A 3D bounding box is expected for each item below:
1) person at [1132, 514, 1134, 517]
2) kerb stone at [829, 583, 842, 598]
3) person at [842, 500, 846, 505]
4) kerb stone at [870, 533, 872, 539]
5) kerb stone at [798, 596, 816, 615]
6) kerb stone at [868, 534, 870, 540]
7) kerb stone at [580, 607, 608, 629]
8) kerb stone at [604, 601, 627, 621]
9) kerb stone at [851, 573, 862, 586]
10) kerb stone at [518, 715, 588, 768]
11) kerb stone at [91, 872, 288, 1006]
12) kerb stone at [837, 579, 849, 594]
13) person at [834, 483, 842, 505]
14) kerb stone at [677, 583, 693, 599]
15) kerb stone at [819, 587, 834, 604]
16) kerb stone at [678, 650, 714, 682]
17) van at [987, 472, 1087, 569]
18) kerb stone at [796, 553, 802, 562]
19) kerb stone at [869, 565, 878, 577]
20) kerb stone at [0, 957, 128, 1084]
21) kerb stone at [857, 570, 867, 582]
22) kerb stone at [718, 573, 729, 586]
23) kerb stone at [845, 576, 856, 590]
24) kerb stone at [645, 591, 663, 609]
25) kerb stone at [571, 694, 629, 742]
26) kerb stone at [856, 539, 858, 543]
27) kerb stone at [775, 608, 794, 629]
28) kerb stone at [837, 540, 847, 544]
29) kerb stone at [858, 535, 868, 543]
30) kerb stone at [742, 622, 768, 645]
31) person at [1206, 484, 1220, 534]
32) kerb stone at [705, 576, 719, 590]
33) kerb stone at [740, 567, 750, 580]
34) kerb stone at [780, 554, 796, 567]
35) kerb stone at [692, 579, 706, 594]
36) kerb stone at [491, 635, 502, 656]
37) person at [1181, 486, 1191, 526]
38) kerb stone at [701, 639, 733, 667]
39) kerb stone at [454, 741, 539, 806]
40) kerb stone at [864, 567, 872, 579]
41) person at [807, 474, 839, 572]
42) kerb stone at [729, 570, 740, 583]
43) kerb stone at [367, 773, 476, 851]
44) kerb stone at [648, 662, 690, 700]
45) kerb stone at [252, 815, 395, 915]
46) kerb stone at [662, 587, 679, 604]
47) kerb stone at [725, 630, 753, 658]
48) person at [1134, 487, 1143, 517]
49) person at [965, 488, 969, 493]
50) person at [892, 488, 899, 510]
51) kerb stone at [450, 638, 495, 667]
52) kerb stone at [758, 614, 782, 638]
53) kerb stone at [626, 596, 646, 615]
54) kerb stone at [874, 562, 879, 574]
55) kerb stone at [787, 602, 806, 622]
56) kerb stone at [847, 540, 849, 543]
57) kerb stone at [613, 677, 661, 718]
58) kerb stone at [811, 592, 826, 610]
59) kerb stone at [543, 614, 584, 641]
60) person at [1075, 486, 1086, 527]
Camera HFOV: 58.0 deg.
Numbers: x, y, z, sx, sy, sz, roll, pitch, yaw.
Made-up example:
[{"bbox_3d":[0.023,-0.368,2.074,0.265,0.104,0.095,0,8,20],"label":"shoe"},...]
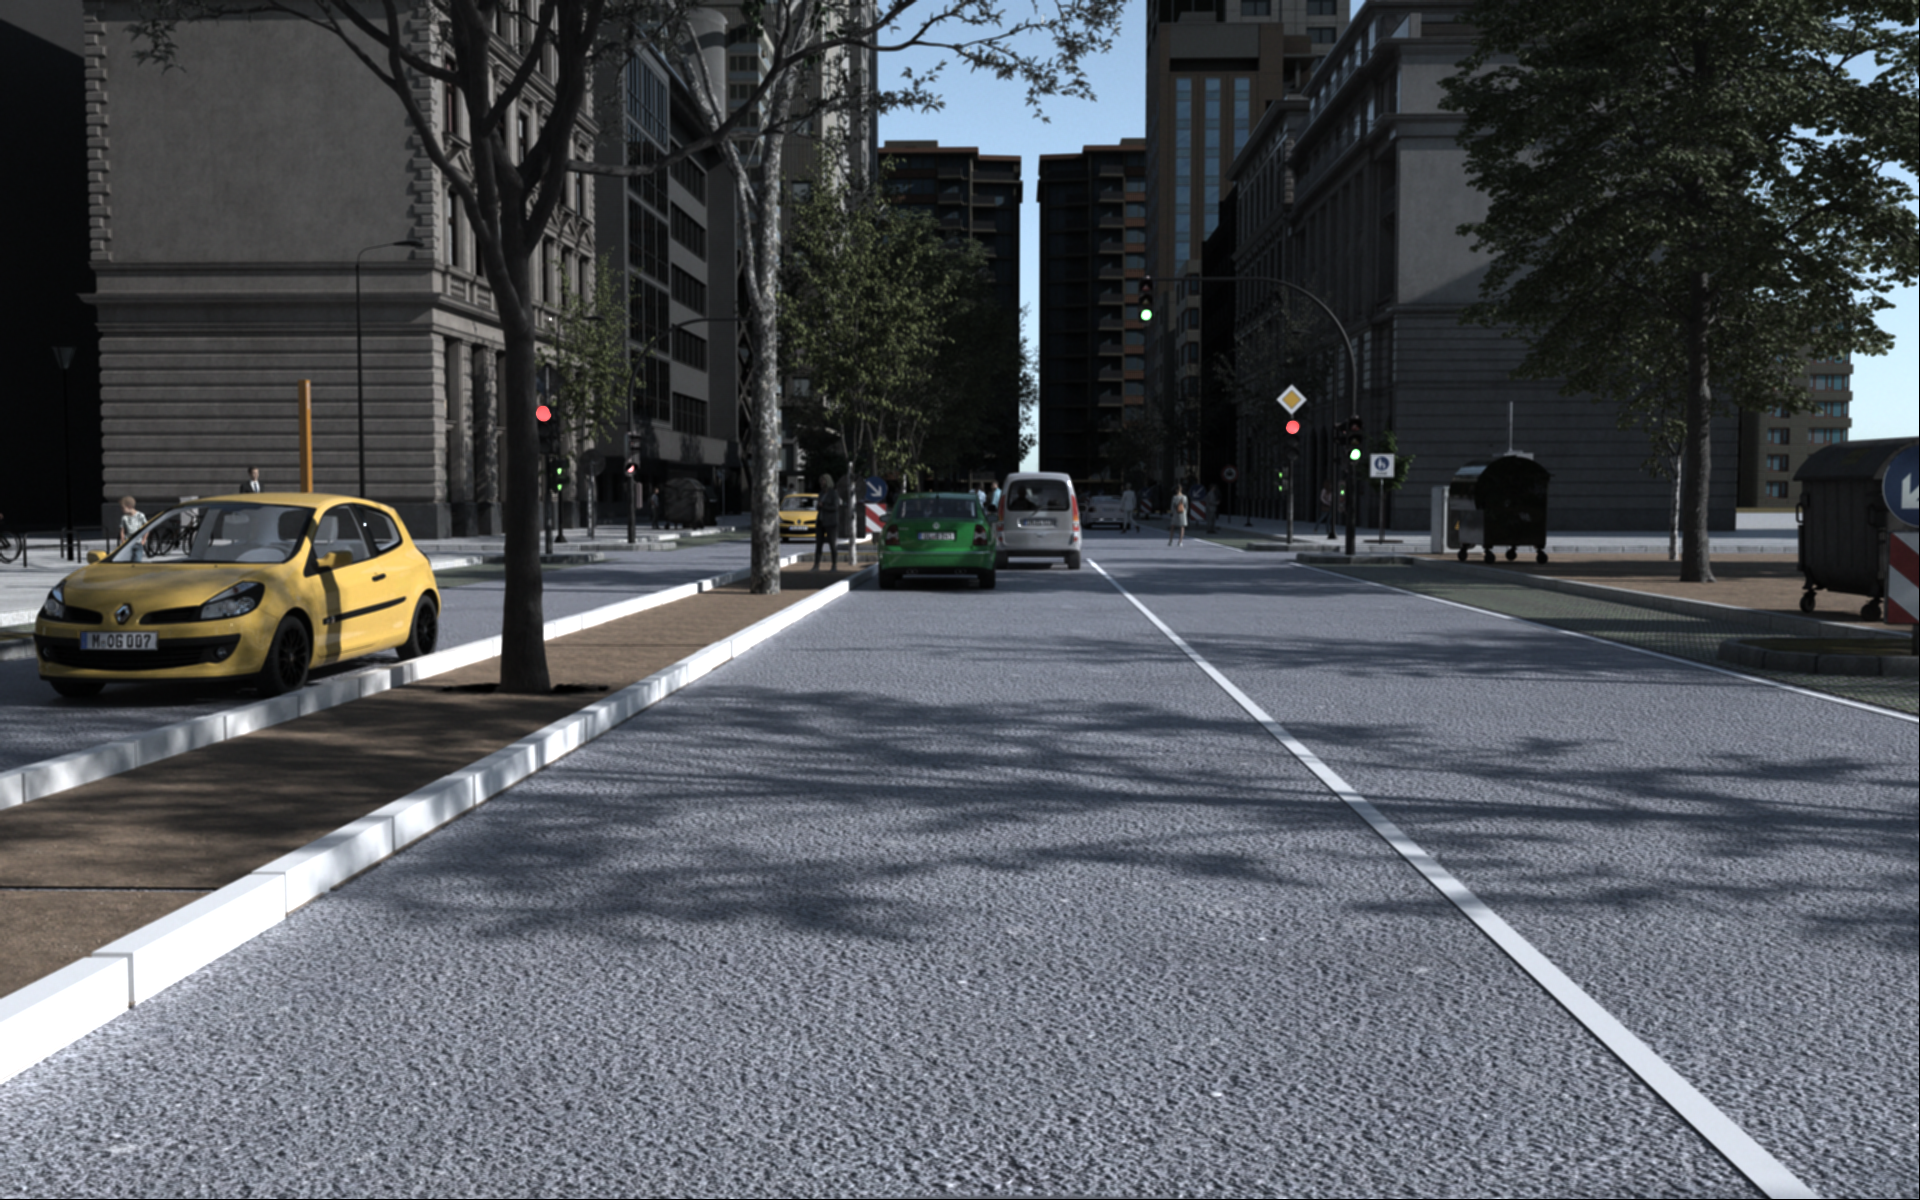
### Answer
[{"bbox_3d":[10.494,-6.063,107.728,0.694,1.812,0.767,-3,4,-36],"label":"person"},{"bbox_3d":[-1.771,-0.096,23.766,0.120,0.150,1.000,0,4,2],"label":"kerb stone"},{"bbox_3d":[-4.224,-3.186,60.582,0.794,1.824,0.713,3,5,39],"label":"person"},{"bbox_3d":[-2.892,-1.951,54.088,0.120,0.150,1.000,0,4,2],"label":"kerb stone"},{"bbox_3d":[-1.869,0.092,20.694,0.120,0.150,1.000,0,4,2],"label":"kerb stone"},{"bbox_3d":[-2.926,-1.888,53.067,0.120,0.150,1.000,0,4,2],"label":"kerb stone"},{"bbox_3d":[-4.018,0.213,18.740,0.120,0.150,1.000,0,4,2],"label":"kerb stone"},{"bbox_3d":[-3.998,0.149,19.762,0.120,0.150,1.000,0,4,2],"label":"kerb stone"},{"bbox_3d":[-1.670,-0.284,26.836,0.120,0.150,1.000,0,4,2],"label":"kerb stone"},{"bbox_3d":[-2.228,0.780,9.444,0.120,0.150,1.000,0,4,2],"label":"kerb stone"},{"bbox_3d":[-2.354,1.031,5.346,0.120,0.150,1.000,0,4,2],"label":"kerb stone"},{"bbox_3d":[-1.734,-0.159,24.787,0.120,0.150,1.000,0,4,2],"label":"kerb stone"},{"bbox_3d":[-4.103,-2.956,57.107,0.678,1.792,0.850,2,4,30],"label":"person"},{"bbox_3d":[-3.868,-0.102,23.868,0.120,0.150,1.000,0,4,2],"label":"kerb stone"},{"bbox_3d":[-1.803,-0.033,22.736,0.120,0.150,1.000,0,4,2],"label":"kerb stone"},{"bbox_3d":[-2.091,0.530,13.534,0.120,0.150,1.000,0,4,2],"label":"kerb stone"},{"bbox_3d":[1.528,-1.671,34.333,2.013,2.044,4.112,0,4,2],"label":"van"},{"bbox_3d":[-3.472,-0.853,36.154,0.120,0.150,1.000,0,4,2],"label":"kerb stone"},{"bbox_3d":[-1.564,-0.470,29.920,0.120,0.150,1.000,0,4,2],"label":"kerb stone"},{"bbox_3d":[-2.387,1.097,4.313,0.120,0.150,1.000,0,4,2],"label":"kerb stone"},{"bbox_3d":[-1.637,-0.346,27.861,0.120,0.150,1.000,0,4,2],"label":"kerb stone"},{"bbox_3d":[-3.770,-0.286,26.933,0.120,0.150,1.000,0,4,2],"label":"kerb stone"},{"bbox_3d":[-1.700,-0.221,25.809,0.120,0.150,1.000,0,4,2],"label":"kerb stone"},{"bbox_3d":[-3.930,0.023,21.816,0.120,0.150,1.000,0,4,2],"label":"kerb stone"},{"bbox_3d":[-2.190,0.717,10.465,0.120,0.150,1.000,0,4,2],"label":"kerb stone"},{"bbox_3d":[-3.060,-1.637,48.953,0.120,0.150,1.000,0,4,2],"label":"kerb stone"},{"bbox_3d":[-1.935,0.220,18.651,0.120,0.150,1.000,0,4,2],"label":"kerb stone"},{"bbox_3d":[-3.156,-1.444,45.879,0.120,0.150,1.000,0,4,2],"label":"kerb stone"},{"bbox_3d":[-2.956,-1.826,52.042,0.120,0.150,1.000,0,4,2],"label":"kerb stone"},{"bbox_3d":[-1.998,0.344,16.608,0.120,0.150,1.000,0,4,2],"label":"kerb stone"},{"bbox_3d":[9.156,-3.288,62.453,0.583,1.804,0.606,0,4,-1],"label":"person"},{"bbox_3d":[-3.796,-0.227,25.911,0.120,0.150,1.000,0,4,2],"label":"kerb stone"},{"bbox_3d":[-3.695,-0.415,28.980,0.120,0.150,1.000,0,4,2],"label":"kerb stone"},{"bbox_3d":[-3.501,-0.791,35.132,0.120,0.150,1.000,0,4,2],"label":"kerb stone"},{"bbox_3d":[-3.831,-0.165,24.890,0.120,0.150,1.000,0,4,2],"label":"kerb stone"},{"bbox_3d":[-4.126,0.399,15.665,0.120,0.150,1.000,0,4,2],"label":"kerb stone"},{"bbox_3d":[9.339,-3.903,72.716,0.661,1.777,0.834,-2,4,-28],"label":"person"},{"bbox_3d":[-2.072,0.467,14.562,0.120,0.150,1.000,0,4,2],"label":"kerb stone"},{"bbox_3d":[-2.260,0.844,8.423,0.120,0.150,1.000,0,4,2],"label":"kerb stone"},{"bbox_3d":[-1.605,-0.409,28.882,0.120,0.150,1.000,0,4,2],"label":"kerb stone"},{"bbox_3d":[-2.450,-1.399,31.551,0.526,1.800,0.537,-3,5,-42],"label":"person"},{"bbox_3d":[-3.734,-0.352,27.955,0.120,0.150,1.000,0,4,2],"label":"kerb stone"},{"bbox_3d":[-2.297,0.905,7.401,0.120,0.150,1.000,0,4,2],"label":"kerb stone"},{"bbox_3d":[-2.126,0.592,12.513,0.120,0.150,1.000,0,4,2],"label":"kerb stone"},{"bbox_3d":[-2.330,0.967,6.380,0.120,0.150,1.000,0,4,2],"label":"kerb stone"},{"bbox_3d":[-3.890,-0.039,22.839,0.120,0.150,1.000,0,4,2],"label":"kerb stone"},{"bbox_3d":[-2.022,0.404,15.586,0.120,0.150,1.000,0,4,2],"label":"kerb stone"},{"bbox_3d":[10.184,-5.467,97.998,0.853,1.813,0.709,2,4,27],"label":"person"},{"bbox_3d":[0.483,-6.518,115.052,0.713,1.824,0.794,2,4,28],"label":"person"},{"bbox_3d":[-3.771,-5.701,102.194,0.515,1.767,0.782,2,4,27],"label":"person"},{"bbox_3d":[-4.163,0.462,14.644,0.120,0.150,1.000,0,4,2],"label":"kerb stone"},{"bbox_3d":[-1.962,0.279,17.629,0.120,0.150,1.000,0,4,2],"label":"kerb stone"},{"bbox_3d":[-3.965,0.086,20.784,0.120,0.150,1.000,0,4,2],"label":"kerb stone"},{"bbox_3d":[-1.538,-0.535,30.944,0.120,0.150,1.000,0,4,2],"label":"kerb stone"},{"bbox_3d":[-1.898,0.155,19.672,0.120,0.150,1.000,0,4,2],"label":"kerb stone"},{"bbox_3d":[-3.124,-1.509,46.901,0.120,0.150,1.000,0,4,2],"label":"kerb stone"},{"bbox_3d":[-2.160,0.656,11.487,0.120,0.150,1.000,0,4,2],"label":"kerb stone"},{"bbox_3d":[-1.830,0.029,21.715,0.120,0.150,1.000,0,4,2],"label":"kerb stone"},{"bbox_3d":[-4.062,0.274,17.719,0.120,0.150,1.000,0,4,2],"label":"kerb stone"},{"bbox_3d":[5.232,-4.101,75.911,0.532,1.782,0.716,-1,4,-12],"label":"person"}]
